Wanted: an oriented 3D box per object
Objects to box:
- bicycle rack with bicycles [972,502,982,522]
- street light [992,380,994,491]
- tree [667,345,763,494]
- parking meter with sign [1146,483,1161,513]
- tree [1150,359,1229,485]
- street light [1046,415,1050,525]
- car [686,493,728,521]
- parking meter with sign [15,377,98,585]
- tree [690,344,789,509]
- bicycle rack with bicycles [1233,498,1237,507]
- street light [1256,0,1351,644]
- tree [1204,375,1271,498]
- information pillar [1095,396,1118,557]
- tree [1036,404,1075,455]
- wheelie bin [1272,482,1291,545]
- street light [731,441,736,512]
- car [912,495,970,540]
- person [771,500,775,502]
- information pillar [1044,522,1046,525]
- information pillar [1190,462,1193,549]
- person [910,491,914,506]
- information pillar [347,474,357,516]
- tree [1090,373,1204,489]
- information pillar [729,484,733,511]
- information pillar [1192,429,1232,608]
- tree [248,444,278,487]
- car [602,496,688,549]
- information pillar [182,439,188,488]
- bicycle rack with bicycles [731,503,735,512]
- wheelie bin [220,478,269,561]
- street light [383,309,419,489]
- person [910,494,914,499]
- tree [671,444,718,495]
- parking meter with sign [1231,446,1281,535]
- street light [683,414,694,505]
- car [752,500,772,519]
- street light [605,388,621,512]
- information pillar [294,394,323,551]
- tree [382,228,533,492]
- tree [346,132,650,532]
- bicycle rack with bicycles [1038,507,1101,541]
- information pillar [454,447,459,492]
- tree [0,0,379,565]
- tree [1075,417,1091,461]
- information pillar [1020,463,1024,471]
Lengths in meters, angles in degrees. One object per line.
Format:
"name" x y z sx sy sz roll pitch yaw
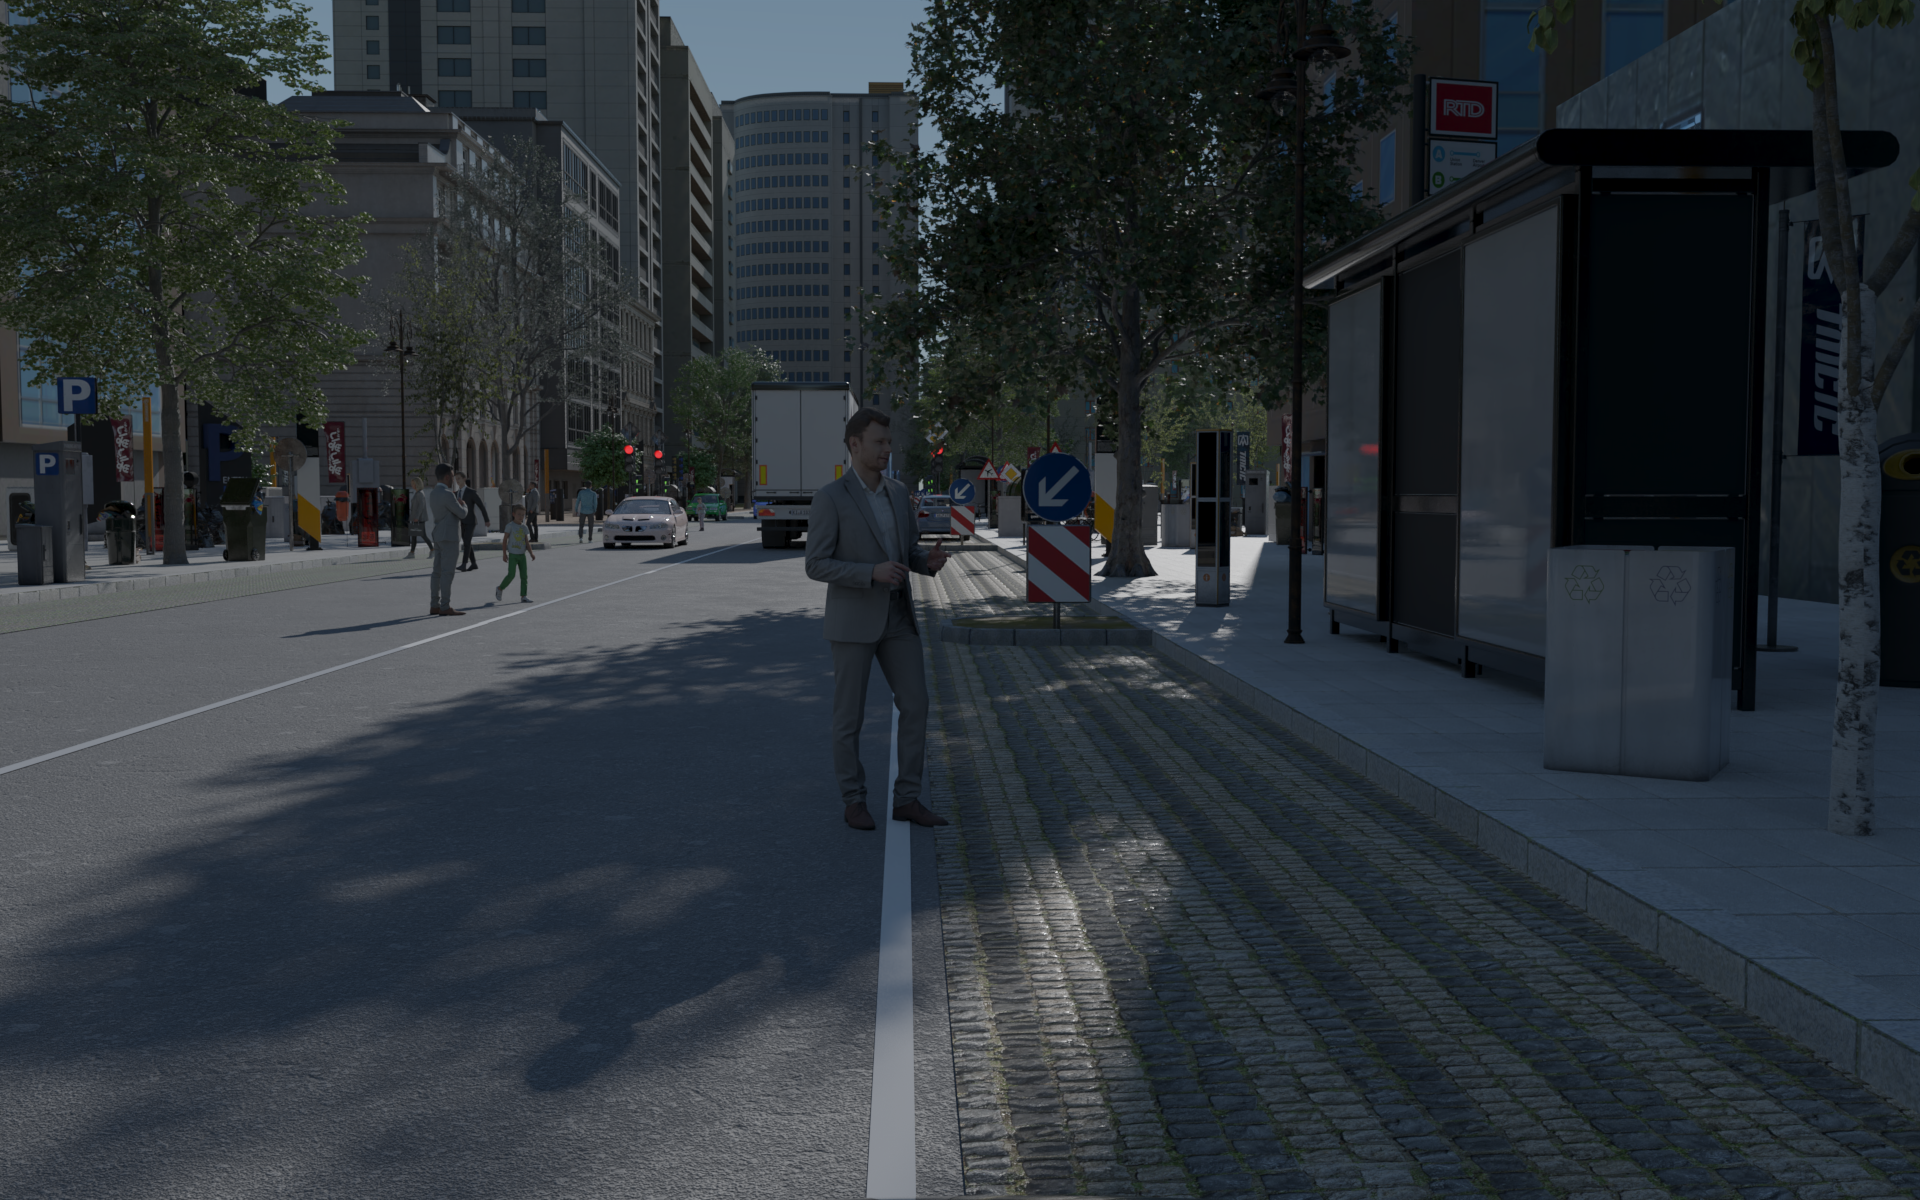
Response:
"bicycle rack with bicycles" 1.545 -4.090 80.259 2.852 0.926 2.925 0 4 -7
"street light" 1.249 -5.711 66.159 0.468 5.910 1.993 0 4 -2
"tree" -16.682 -11.906 120.418 9.928 11.665 9.643 0 3 0
"parking meter with sign" 13.104 -7.520 119.205 1.738 3.016 0.543 1 4 11
"tree" 18.977 -13.746 142.871 7.486 12.596 7.792 0 3 0
"street light" 2.067 -4.140 40.470 0.468 5.910 1.993 0 4 -2
"car" -13.384 -5.062 91.562 1.959 1.807 4.718 0 4 -1
"parking meter with sign" -13.092 -1.762 25.076 0.543 3.016 1.738 0 4 -5
"tree" -18.262 -14.795 148.555 9.857 13.997 8.962 0 3 0
"bicycle rack with bicycles" 22.700 -8.311 149.265 2.852 0.926 2.925 0 4 1
"street light" 2.879 -2.565 14.728 0.468 5.910 1.993 0 4 -2
"tree" 16.114 -8.941 96.541 4.360 8.622 3.978 0 3 0
"information pillar" 3.002 -2.690 35.330 0.504 3.616 0.183 -1 4 -14
"tree" 8.198 -11.691 141.516 4.360 8.622 3.978 0 3 0
"wheelie bin" 8.255 -2.189 43.704 0.693 1.594 0.980 1 4 17
"street light" -16.568 -9.398 126.440 0.468 5.910 1.993 0 4 -2
"car" -0.600 -2.598 54.472 2.014 1.417 4.499 0 4 -2
"person" -9.027 -4.674 85.263 0.374 1.781 0.599 -3 5 -43
"information pillar" 2.772 -2.971 53.068 0.304 2.012 0.304 1 4 18
"information pillar" 5.533 -2.187 40.249 0.304 2.012 0.304 1 4 23
"person" -5.034 -10.525 181.142 0.434 1.755 0.990 1 4 13
"information pillar" -21.999 -3.563 62.750 0.304 2.012 0.304 -3 4 -37
"tree" 10.238 -8.840 94.894 4.360 8.622 3.978 0 3 0
"information pillar" -16.901 -7.566 128.193 0.304 2.012 0.304 1 4 11
"information pillar" 2.881 -0.930 19.701 0.304 2.012 0.304 3 4 37
"tree" -24.424 -3.974 59.575 1.663 3.219 1.824 0 3 0
"car" -8.509 -2.126 47.116 2.083 1.381 4.827 0 4 -2
"information pillar" -28.330 -4.389 63.116 0.504 3.616 0.183 2 4 23
"bicycle rack with bicycles" -17.710 -6.729 123.405 2.925 0.926 2.852 0 4 3
"wheelie bin" -13.762 -1.553 33.298 0.980 1.594 0.693 1 4 10
"street light" -13.994 -4.326 43.526 0.468 5.910 1.993 0 4 -2
"person" -5.127 -10.244 179.182 0.628 1.438 0.799 3 4 37
"tree" -17.286 -7.928 113.340 4.285 4.588 4.351 0 3 0
"parking meter with sign" 9.379 -3.573 54.673 1.738 3.016 0.543 2 4 24
"street light" -15.764 -7.826 100.751 0.468 5.910 1.993 0 4 -2
"car" -11.030 -5.548 100.304 1.945 1.707 3.694 0 4 -2
"street light" -14.965 -6.236 74.752 0.468 5.910 1.993 0 4 -2
"information pillar" -14.760 -2.930 39.255 0.504 3.616 0.183 -2 4 -28
"tree" -14.330 -6.023 48.846 4.360 8.622 3.978 0 3 0
"tree" -15.211 -9.038 58.146 12.009 13.543 11.850 0 3 0
"bicycle rack with bicycles" 3.166 -2.071 47.241 2.925 0.926 2.852 -1 4 -15
"information pillar" -23.487 -5.471 80.809 0.183 3.616 0.504 0 4 0
"tree" -14.816 -6.925 31.351 7.486 12.596 7.792 0 3 0
"tree" 11.328 -10.886 128.346 4.360 8.622 3.978 0 3 0
"information pillar" 4.399 -7.954 121.401 0.504 3.616 0.183 -3 5 -40
